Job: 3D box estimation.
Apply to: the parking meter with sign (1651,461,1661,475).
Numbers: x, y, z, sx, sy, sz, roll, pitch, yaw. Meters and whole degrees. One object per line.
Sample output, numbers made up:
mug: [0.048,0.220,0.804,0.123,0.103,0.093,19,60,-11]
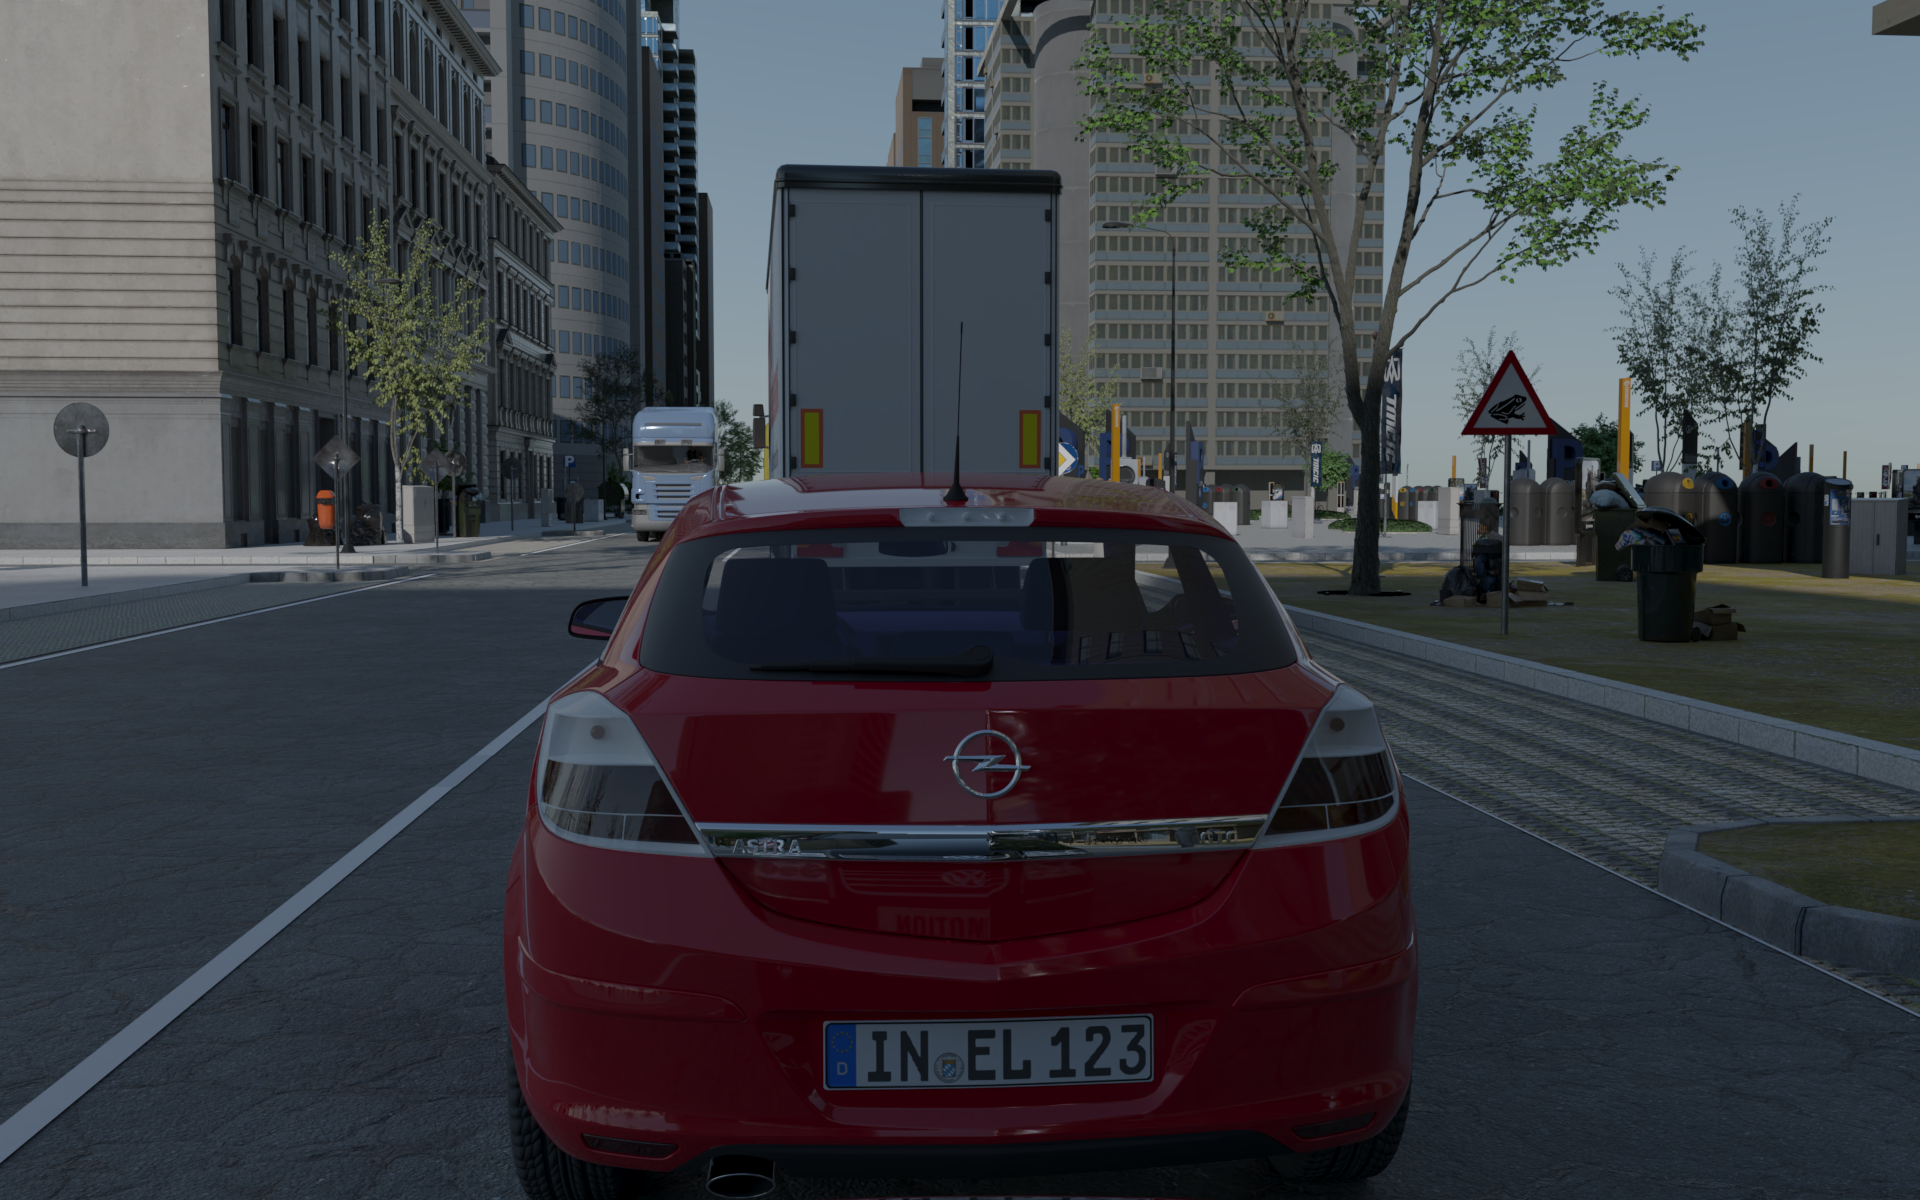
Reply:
parking meter with sign: [36.319,-5.700,89.450,0.543,3.016,1.738,0,4,-2]

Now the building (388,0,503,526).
building: [-24.951,-14.573,67.144,11.050,23.489,19.941,0,4,-5]

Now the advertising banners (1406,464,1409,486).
advertising banners: [25.733,-6.363,100.219,0.090,3.025,2.074,2,4,26]

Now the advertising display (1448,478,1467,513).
advertising display: [19.949,-3.942,69.663,0.974,1.923,0.123,-3,5,-40]

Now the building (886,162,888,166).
building: [0.334,-37.546,233.482,23.786,49.044,30.456,0,4,-5]

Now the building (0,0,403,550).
building: [-22.548,-12.170,48.123,9.793,20.994,18.267,0,4,-5]

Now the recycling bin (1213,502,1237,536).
recycling bin: [8.197,-2.508,53.560,0.722,1.027,0.722,0,4,7]

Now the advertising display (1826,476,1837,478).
advertising display: [30.888,-3.444,61.522,0.123,1.923,0.974,0,4,7]

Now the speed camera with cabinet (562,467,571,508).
speed camera with cabinet: [-20.981,-6.046,93.194,0.660,3.252,2.038,-1,4,-19]

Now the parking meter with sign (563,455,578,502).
parking meter with sign: [-17.165,-4.913,76.583,0.543,3.016,1.738,-1,4,-19]

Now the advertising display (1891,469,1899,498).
advertising display: [24.648,-2.462,45.466,0.123,1.923,0.974,3,5,43]

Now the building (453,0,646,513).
building: [-34.728,-35.620,124.379,21.231,58.520,28.212,0,4,-5]

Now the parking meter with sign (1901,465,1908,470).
parking meter with sign: [57.275,-6.570,103.673,1.738,3.016,0.543,0,4,-6]

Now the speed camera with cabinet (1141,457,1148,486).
speed camera with cabinet: [9.370,-6.027,92.878,0.660,3.252,2.038,-1,4,-23]

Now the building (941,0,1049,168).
building: [7.050,-51.596,156.260,22.319,86.520,31.000,0,4,-5]

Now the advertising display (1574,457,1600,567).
advertising display: [11.148,-1.565,30.799,0.123,1.923,0.974,3,4,38]

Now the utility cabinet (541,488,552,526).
utility cabinet: [-16.331,-3.658,68.480,0.318,1.500,1.173,0,4,-7]

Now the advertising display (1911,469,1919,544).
advertising display: [24.479,-2.374,44.025,0.974,1.923,0.123,2,4,33]

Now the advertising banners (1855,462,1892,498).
advertising banners: [54.955,-6.611,104.275,0.090,3.025,2.074,-2,4,-34]

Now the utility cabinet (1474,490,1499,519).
utility cabinet: [27.106,-4.925,89.207,1.173,1.500,0.318,2,4,33]

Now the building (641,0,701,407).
building: [-44.120,-55.830,225.484,22.319,86.520,31.000,0,4,-5]

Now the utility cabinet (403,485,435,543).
utility cabinet: [-14.070,-2.226,45.071,0.318,1.500,1.173,1,4,9]

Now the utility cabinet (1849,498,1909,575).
utility cabinet: [14.729,-1.028,27.973,0.306,1.237,1.020,-2,4,-29]

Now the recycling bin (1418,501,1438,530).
recycling bin: [16.834,-3.014,61.838,0.722,1.027,0.722,-3,5,-44]

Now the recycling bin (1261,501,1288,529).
recycling bin: [11.697,-3.173,64.435,0.722,1.027,0.722,-1,4,-22]

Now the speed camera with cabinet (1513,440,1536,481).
speed camera with cabinet: [21.155,-4.249,63.806,2.038,3.252,0.660,-3,5,-40]

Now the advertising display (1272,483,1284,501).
advertising display: [19.035,-6.020,103.643,0.123,1.923,0.974,-2,4,-28]

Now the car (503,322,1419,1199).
car: [-0.117,0.245,5.041,2.155,1.783,4.494,0,4,-4]

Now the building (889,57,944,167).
building: [0.612,-32.388,179.647,14.600,45.320,14.200,0,4,-5]

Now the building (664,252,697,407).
building: [-38.583,-26.456,204.251,14.160,30.474,14.107,0,4,-5]

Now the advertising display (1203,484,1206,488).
advertising display: [15.198,-6.303,108.273,0.123,1.923,0.974,0,4,-7]

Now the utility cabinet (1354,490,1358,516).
utility cabinet: [23.385,-5.600,100.244,1.173,1.500,0.318,-1,4,-19]

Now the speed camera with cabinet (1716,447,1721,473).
speed camera with cabinet: [31.830,-4.840,73.475,0.660,3.252,2.038,1,4,16]

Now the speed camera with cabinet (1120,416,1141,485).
speed camera with cabinet: [3.441,-3.012,43.580,2.038,3.252,0.660,0,4,4]

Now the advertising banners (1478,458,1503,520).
advertising banners: [25.570,-5.292,82.707,0.090,3.025,2.074,-3,4,-37]

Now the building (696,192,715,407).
building: [-42.767,-36.660,249.507,14.600,45.320,14.200,0,4,-5]

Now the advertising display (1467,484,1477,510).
advertising display: [31.163,-6.168,106.061,0.974,1.923,0.123,1,4,11]

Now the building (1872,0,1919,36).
building: [25.038,-25.612,8.003,28.713,52.752,27.495,0,4,-5]

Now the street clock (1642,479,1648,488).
street clock: [33.360,-4.877,84.316,0.358,2.002,0.471,2,4,32]

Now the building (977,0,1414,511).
building: [14.694,-26.845,130.795,32.217,40.220,23.993,0,4,-5]

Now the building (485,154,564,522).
building: [-26.778,-13.675,88.210,10.561,19.102,19.286,0,4,-5]

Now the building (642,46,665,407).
building: [-36.690,-31.826,170.458,14.600,45.320,14.200,0,4,-5]

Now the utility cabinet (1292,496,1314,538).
utility cabinet: [10.048,-2.422,50.756,0.306,1.237,1.020,-1,4,-11]

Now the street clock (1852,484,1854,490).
street clock: [59.551,-6.812,115.949,0.358,2.002,0.471,-1,4,-11]

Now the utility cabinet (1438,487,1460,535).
utility cabinet: [15.408,-2.807,54.577,0.318,1.500,1.173,0,4,-3]

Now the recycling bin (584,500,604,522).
recycling bin: [-16.948,-4.135,80.161,0.722,1.027,0.722,0,4,7]
